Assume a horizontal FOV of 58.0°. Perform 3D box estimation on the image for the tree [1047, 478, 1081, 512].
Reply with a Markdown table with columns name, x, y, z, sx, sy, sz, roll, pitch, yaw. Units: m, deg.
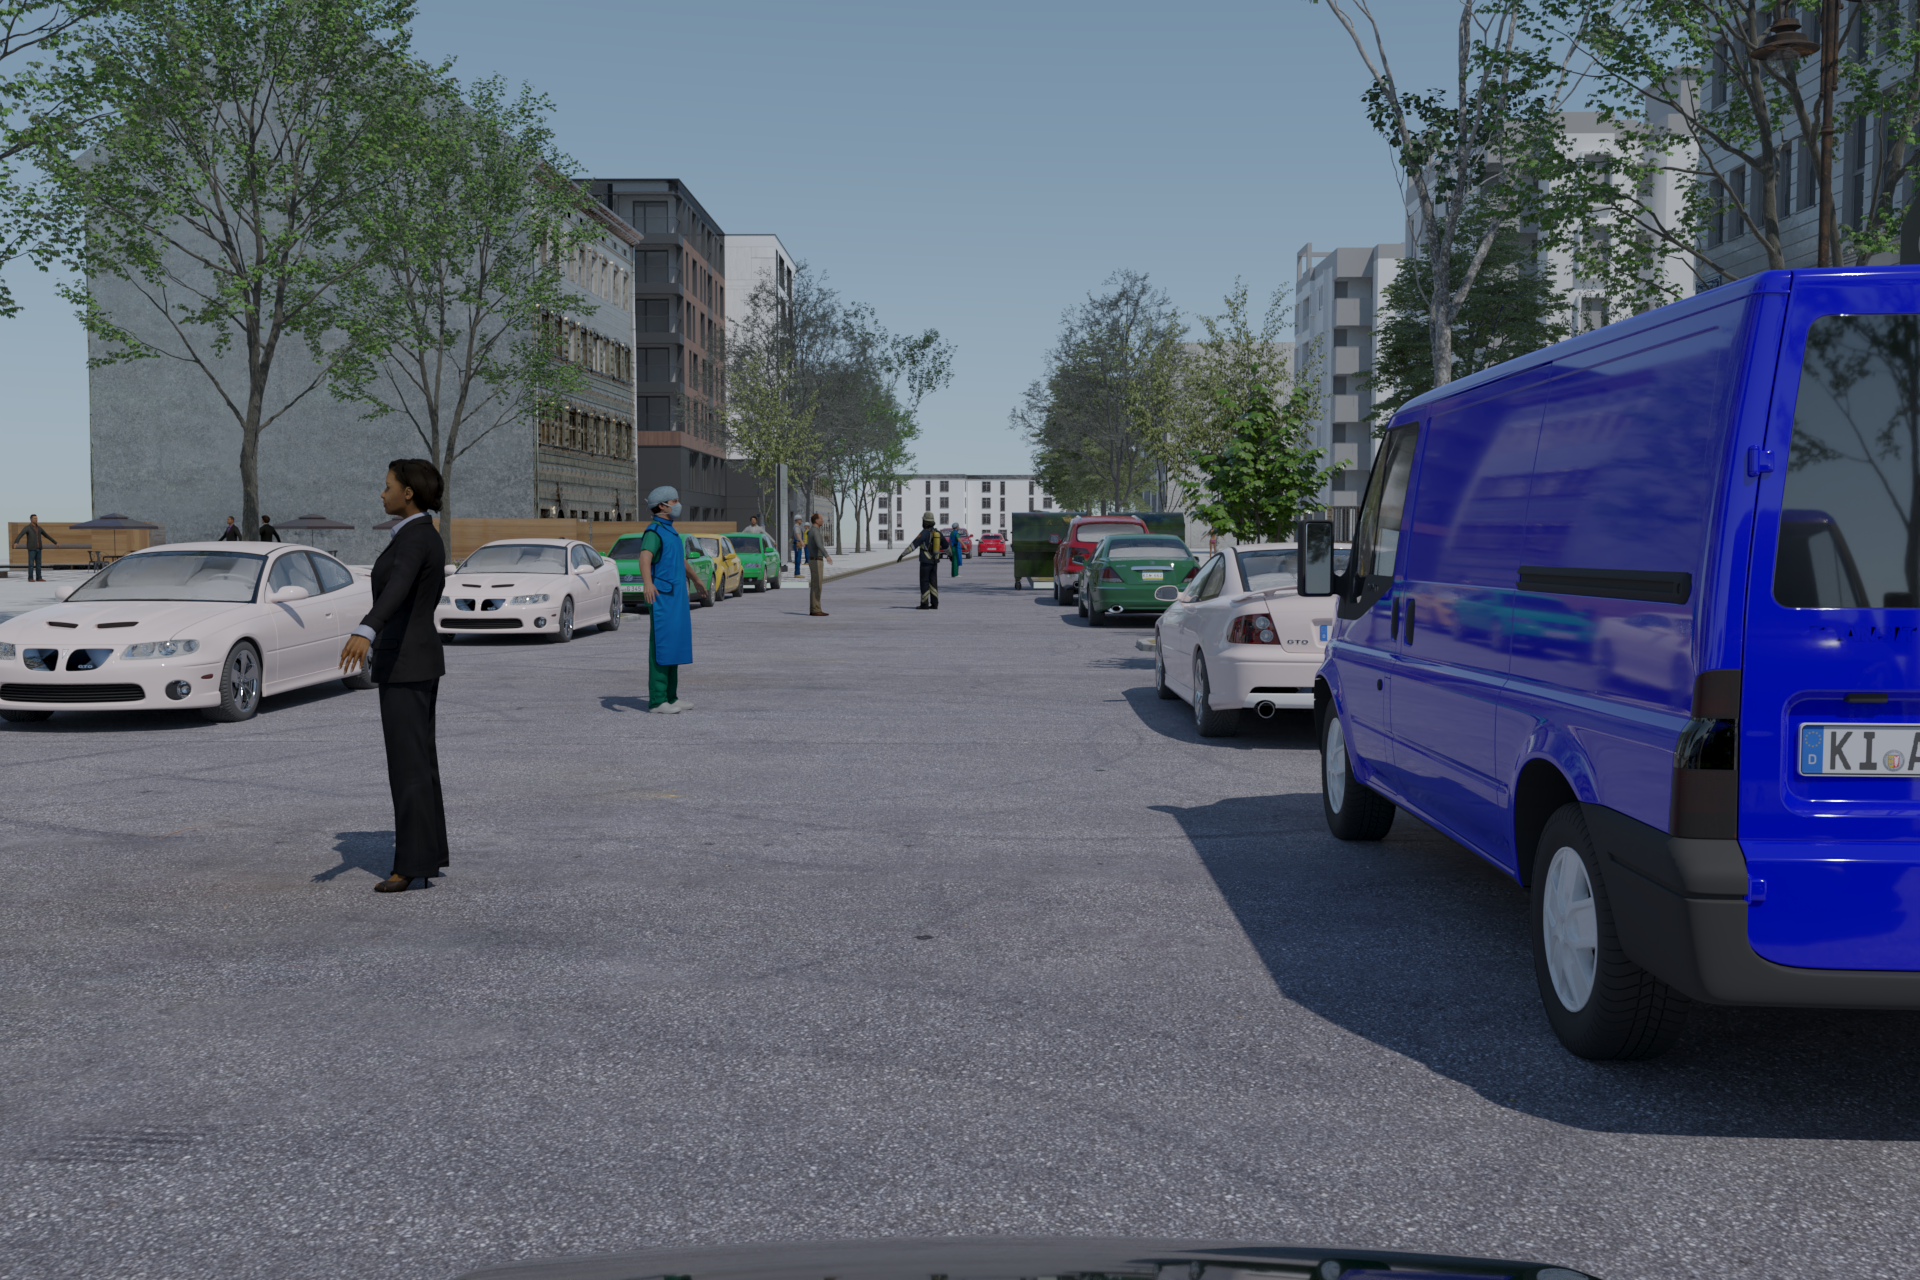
| name | x | y | z | sx | sy | sz | roll | pitch | yaw |
| --- | --- | --- | --- | --- | --- | --- | --- | --- | --- |
| tree | 9.191 | -11.824 | 143.691 | 4.737 | 8.622 | 4.395 | 0 | 3 | 0 |

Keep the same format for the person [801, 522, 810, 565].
| name | x | y | z | sx | sy | sz | roll | pitch | yaw |
| --- | --- | --- | --- | --- | --- | --- | --- | --- | --- |
| person | -6.413 | -3.980 | 71.538 | 0.721 | 1.772 | 1.216 | -1 | 4 | -22 |

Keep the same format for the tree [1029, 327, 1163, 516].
| name | x | y | z | sx | sy | sz | roll | pitch | yaw |
| --- | --- | --- | --- | --- | --- | --- | --- | --- | --- |
| tree | 7.558 | -10.847 | 95.474 | 7.486 | 12.596 | 7.792 | 0 | 3 | 0 |

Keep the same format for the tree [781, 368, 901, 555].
| name | x | y | z | sx | sy | sz | roll | pitch | yaw |
| --- | --- | --- | --- | --- | --- | --- | --- | --- | --- |
| tree | -7.326 | -10.965 | 105.026 | 9.928 | 11.665 | 9.643 | 0 | 3 | 0 |

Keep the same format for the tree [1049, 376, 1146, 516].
| name | x | y | z | sx | sy | sz | roll | pitch | yaw |
| --- | --- | --- | --- | --- | --- | --- | --- | --- | --- |
| tree | 9.354 | -12.450 | 121.692 | 7.486 | 12.596 | 7.792 | 0 | 3 | 0 |

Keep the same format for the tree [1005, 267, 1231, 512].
| name | x | y | z | sx | sy | sz | roll | pitch | yaw |
| --- | --- | --- | --- | --- | --- | --- | --- | --- | --- |
| tree | 7.305 | -10.310 | 78.940 | 12.009 | 13.543 | 11.850 | 0 | 3 | 0 |

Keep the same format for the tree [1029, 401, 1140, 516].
| name | x | y | z | sx | sy | sz | roll | pitch | yaw |
| --- | --- | --- | --- | --- | --- | --- | --- | --- | --- |
| tree | 7.799 | -10.625 | 108.137 | 7.601 | 10.594 | 8.767 | 0 | 4 | -2 |

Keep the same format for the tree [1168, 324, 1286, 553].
| name | x | y | z | sx | sy | sz | roll | pitch | yaw |
| --- | --- | --- | --- | --- | --- | --- | --- | --- | --- |
| tree | 9.433 | -6.806 | 61.645 | 4.737 | 8.622 | 4.395 | 0 | 3 | 0 |

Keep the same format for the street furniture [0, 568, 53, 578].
| name | x | y | z | sx | sy | sz | roll | pitch | yaw |
| --- | --- | --- | --- | --- | --- | --- | --- | --- | --- |
| street furniture | -32.750 | -2.554 | 48.618 | 9.812 | 1.723 | 11.010 | 1 | 4 | 16 |

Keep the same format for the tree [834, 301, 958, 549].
| name | x | y | z | sx | sy | sz | roll | pitch | yaw |
| --- | --- | --- | --- | --- | --- | --- | --- | --- | --- |
| tree | -7.299 | -17.591 | 143.496 | 12.611 | 20.169 | 13.585 | 0 | 3 | 0 |

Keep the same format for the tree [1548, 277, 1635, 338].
| name | x | y | z | sx | sy | sz | roll | pitch | yaw |
| --- | --- | --- | --- | --- | --- | --- | --- | --- | --- |
| tree | 18.361 | -6.017 | 48.735 | 4.737 | 8.622 | 4.395 | 0 | 3 | 0 |

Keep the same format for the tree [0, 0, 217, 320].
| name | x | y | z | sx | sy | sz | roll | pitch | yaw |
| --- | --- | --- | --- | --- | --- | --- | --- | --- | --- |
| tree | -11.796 | -5.682 | 18.650 | 9.928 | 11.665 | 9.643 | 0 | 3 | 0 |

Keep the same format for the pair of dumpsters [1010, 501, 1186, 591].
| name | x | y | z | sx | sy | sz | roll | pitch | yaw |
| --- | --- | --- | --- | --- | --- | --- | --- | --- | --- |
| pair of dumpsters | 3.503 | -2.405 | 44.269 | 4.436 | 2.255 | 1.574 | 0 | 4 | 1 |

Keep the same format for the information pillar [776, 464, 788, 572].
| name | x | y | z | sx | sy | sz | roll | pitch | yaw |
| --- | --- | --- | --- | --- | --- | --- | --- | --- | --- |
| information pillar | -6.012 | -4.108 | 58.488 | 0.184 | 3.620 | 1.656 | 0 | 4 | 2 |

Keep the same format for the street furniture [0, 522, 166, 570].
| name | x | y | z | sx | sy | sz | roll | pitch | yaw |
| --- | --- | --- | --- | --- | --- | --- | --- | --- | --- |
| street furniture | -31.252 | -3.575 | 65.300 | 9.812 | 1.723 | 11.010 | -1 | 4 | -18 |

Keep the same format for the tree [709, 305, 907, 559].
| name | x | y | z | sx | sy | sz | roll | pitch | yaw |
| --- | --- | --- | --- | --- | --- | --- | --- | --- | --- |
| tree | -7.957 | -10.984 | 89.956 | 12.009 | 13.543 | 11.850 | 0 | 3 | 0 |

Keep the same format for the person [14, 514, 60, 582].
| name | x | y | z | sx | sy | sz | roll | pitch | yaw |
| --- | --- | --- | --- | --- | --- | --- | --- | --- | --- |
| person | -24.777 | -2.467 | 46.405 | 0.705 | 1.821 | 1.348 | 2 | 4 | 25 |

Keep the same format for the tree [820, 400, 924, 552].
| name | x | y | z | sx | sy | sz | roll | pitch | yaw |
| --- | --- | --- | --- | --- | --- | --- | --- | --- | --- |
| tree | -6.661 | -12.327 | 127.298 | 9.928 | 11.665 | 9.643 | 0 | 3 | 0 |

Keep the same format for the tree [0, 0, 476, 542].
| name | x | y | z | sx | sy | sz | roll | pitch | yaw |
| --- | --- | --- | --- | --- | --- | --- | --- | --- | --- |
| tree | -11.584 | -6.270 | 28.271 | 9.928 | 11.665 | 9.643 | 0 | 3 | 0 |

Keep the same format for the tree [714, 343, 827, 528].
| name | x | y | z | sx | sy | sz | roll | pitch | yaw |
| --- | --- | --- | --- | --- | --- | --- | --- | --- | --- |
| tree | -7.483 | -7.185 | 67.841 | 4.737 | 8.622 | 4.395 | 0 | 3 | 0 |

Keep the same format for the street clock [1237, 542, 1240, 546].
| name | x | y | z | sx | sy | sz | roll | pitch | yaw |
| --- | --- | --- | --- | --- | --- | --- | --- | --- | --- |
| street clock | 6.931 | -2.361 | 43.170 | 0.358 | 2.002 | 0.471 | 0 | 4 | 1 |

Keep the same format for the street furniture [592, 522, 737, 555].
| name | x | y | z | sx | sy | sz | roll | pitch | yaw |
| --- | --- | --- | --- | --- | --- | --- | --- | --- | --- |
| street furniture | -12.163 | -3.413 | 62.663 | 9.812 | 1.723 | 11.010 | -1 | 4 | -9 |

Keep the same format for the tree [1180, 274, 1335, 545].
| name | x | y | z | sx | sy | sz | roll | pitch | yaw |
| --- | --- | --- | --- | --- | --- | --- | --- | --- | --- |
| tree | 8.534 | -6.096 | 50.033 | 4.737 | 8.622 | 4.395 | 0 | 3 | 0 |

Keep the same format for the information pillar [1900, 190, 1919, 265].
| name | x | y | z | sx | sy | sz | roll | pitch | yaw |
| --- | --- | --- | --- | --- | --- | --- | --- | --- | --- |
| information pillar | 5.939 | -1.183 | 10.703 | 0.183 | 3.616 | 0.504 | 0 | 4 | 1 |

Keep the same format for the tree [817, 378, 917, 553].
| name | x | y | z | sx | sy | sz | roll | pitch | yaw |
| --- | --- | --- | --- | --- | --- | --- | --- | --- | --- |
| tree | -6.802 | -11.624 | 115.809 | 9.928 | 11.665 | 9.643 | 0 | 3 | 0 |

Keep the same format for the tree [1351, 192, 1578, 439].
| name | x | y | z | sx | sy | sz | roll | pitch | yaw |
| --- | --- | --- | --- | --- | --- | --- | --- | --- | --- |
| tree | 17.001 | -8.577 | 58.357 | 7.486 | 12.596 | 7.792 | 0 | 3 | 0 |

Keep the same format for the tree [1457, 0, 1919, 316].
| name | x | y | z | sx | sy | sz | roll | pitch | yaw |
| --- | --- | --- | --- | --- | --- | --- | --- | --- | --- |
| tree | 9.257 | -5.677 | 18.568 | 9.928 | 11.665 | 9.643 | 0 | 3 | 0 |

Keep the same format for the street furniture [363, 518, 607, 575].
| name | x | y | z | sx | sy | sz | roll | pitch | yaw |
| --- | --- | --- | --- | --- | --- | --- | --- | --- | --- |
| street furniture | -12.410 | -2.664 | 50.414 | 11.010 | 1.723 | 9.812 | -1 | 4 | -8 |

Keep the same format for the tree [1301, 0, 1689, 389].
| name | x | y | z | sx | sy | sz | roll | pitch | yaw |
| --- | --- | --- | --- | --- | --- | --- | --- | --- | --- |
| tree | 10.886 | -10.852 | 33.322 | 12.611 | 20.169 | 13.585 | 0 | 3 | 0 |

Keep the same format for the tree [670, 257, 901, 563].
| name | x | y | z | sx | sy | sz | roll | pitch | yaw |
| --- | --- | --- | --- | --- | --- | --- | --- | --- | --- |
| tree | -7.700 | -10.213 | 77.352 | 12.009 | 13.543 | 11.850 | 0 | 3 | 0 |

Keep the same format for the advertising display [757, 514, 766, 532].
| name | x | y | z | sx | sy | sz | roll | pitch | yaw |
| --- | --- | --- | --- | --- | --- | --- | --- | --- | --- |
| advertising display | -6.279 | -3.030 | 54.753 | 0.123 | 1.923 | 0.974 | 0 | 4 | 3 |

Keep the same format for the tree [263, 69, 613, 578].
| name | x | y | z | sx | sy | sz | roll | pitch | yaw |
| --- | --- | --- | --- | --- | --- | --- | --- | --- | --- |
| tree | -11.777 | -6.944 | 39.283 | 9.928 | 11.665 | 9.643 | 0 | 3 | 0 |

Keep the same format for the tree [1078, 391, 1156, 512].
| name | x | y | z | sx | sy | sz | roll | pitch | yaw |
| --- | --- | --- | --- | --- | --- | --- | --- | --- | --- |
| tree | 7.972 | -8.498 | 89.304 | 4.360 | 8.622 | 3.978 | 0 | 3 | 0 |

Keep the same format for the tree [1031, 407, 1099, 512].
| name | x | y | z | sx | sy | sz | roll | pitch | yaw |
| --- | --- | --- | --- | --- | --- | --- | --- | --- | --- |
| tree | 9.214 | -12.697 | 133.354 | 9.928 | 11.665 | 9.643 | 0 | 3 | 0 |

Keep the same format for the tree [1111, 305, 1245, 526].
| name | x | y | z | sx | sy | sz | roll | pitch | yaw |
| --- | --- | --- | --- | --- | --- | --- | --- | --- | --- |
| tree | 6.783 | -6.441 | 55.674 | 4.737 | 8.622 | 4.395 | 0 | 3 | 0 |

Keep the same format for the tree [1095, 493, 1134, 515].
| name | x | y | z | sx | sy | sz | roll | pitch | yaw |
| --- | --- | --- | --- | --- | --- | --- | --- | --- | --- |
| tree | 22.732 | -20.128 | 239.454 | 12.009 | 13.543 | 11.850 | 0 | 3 | 0 |
